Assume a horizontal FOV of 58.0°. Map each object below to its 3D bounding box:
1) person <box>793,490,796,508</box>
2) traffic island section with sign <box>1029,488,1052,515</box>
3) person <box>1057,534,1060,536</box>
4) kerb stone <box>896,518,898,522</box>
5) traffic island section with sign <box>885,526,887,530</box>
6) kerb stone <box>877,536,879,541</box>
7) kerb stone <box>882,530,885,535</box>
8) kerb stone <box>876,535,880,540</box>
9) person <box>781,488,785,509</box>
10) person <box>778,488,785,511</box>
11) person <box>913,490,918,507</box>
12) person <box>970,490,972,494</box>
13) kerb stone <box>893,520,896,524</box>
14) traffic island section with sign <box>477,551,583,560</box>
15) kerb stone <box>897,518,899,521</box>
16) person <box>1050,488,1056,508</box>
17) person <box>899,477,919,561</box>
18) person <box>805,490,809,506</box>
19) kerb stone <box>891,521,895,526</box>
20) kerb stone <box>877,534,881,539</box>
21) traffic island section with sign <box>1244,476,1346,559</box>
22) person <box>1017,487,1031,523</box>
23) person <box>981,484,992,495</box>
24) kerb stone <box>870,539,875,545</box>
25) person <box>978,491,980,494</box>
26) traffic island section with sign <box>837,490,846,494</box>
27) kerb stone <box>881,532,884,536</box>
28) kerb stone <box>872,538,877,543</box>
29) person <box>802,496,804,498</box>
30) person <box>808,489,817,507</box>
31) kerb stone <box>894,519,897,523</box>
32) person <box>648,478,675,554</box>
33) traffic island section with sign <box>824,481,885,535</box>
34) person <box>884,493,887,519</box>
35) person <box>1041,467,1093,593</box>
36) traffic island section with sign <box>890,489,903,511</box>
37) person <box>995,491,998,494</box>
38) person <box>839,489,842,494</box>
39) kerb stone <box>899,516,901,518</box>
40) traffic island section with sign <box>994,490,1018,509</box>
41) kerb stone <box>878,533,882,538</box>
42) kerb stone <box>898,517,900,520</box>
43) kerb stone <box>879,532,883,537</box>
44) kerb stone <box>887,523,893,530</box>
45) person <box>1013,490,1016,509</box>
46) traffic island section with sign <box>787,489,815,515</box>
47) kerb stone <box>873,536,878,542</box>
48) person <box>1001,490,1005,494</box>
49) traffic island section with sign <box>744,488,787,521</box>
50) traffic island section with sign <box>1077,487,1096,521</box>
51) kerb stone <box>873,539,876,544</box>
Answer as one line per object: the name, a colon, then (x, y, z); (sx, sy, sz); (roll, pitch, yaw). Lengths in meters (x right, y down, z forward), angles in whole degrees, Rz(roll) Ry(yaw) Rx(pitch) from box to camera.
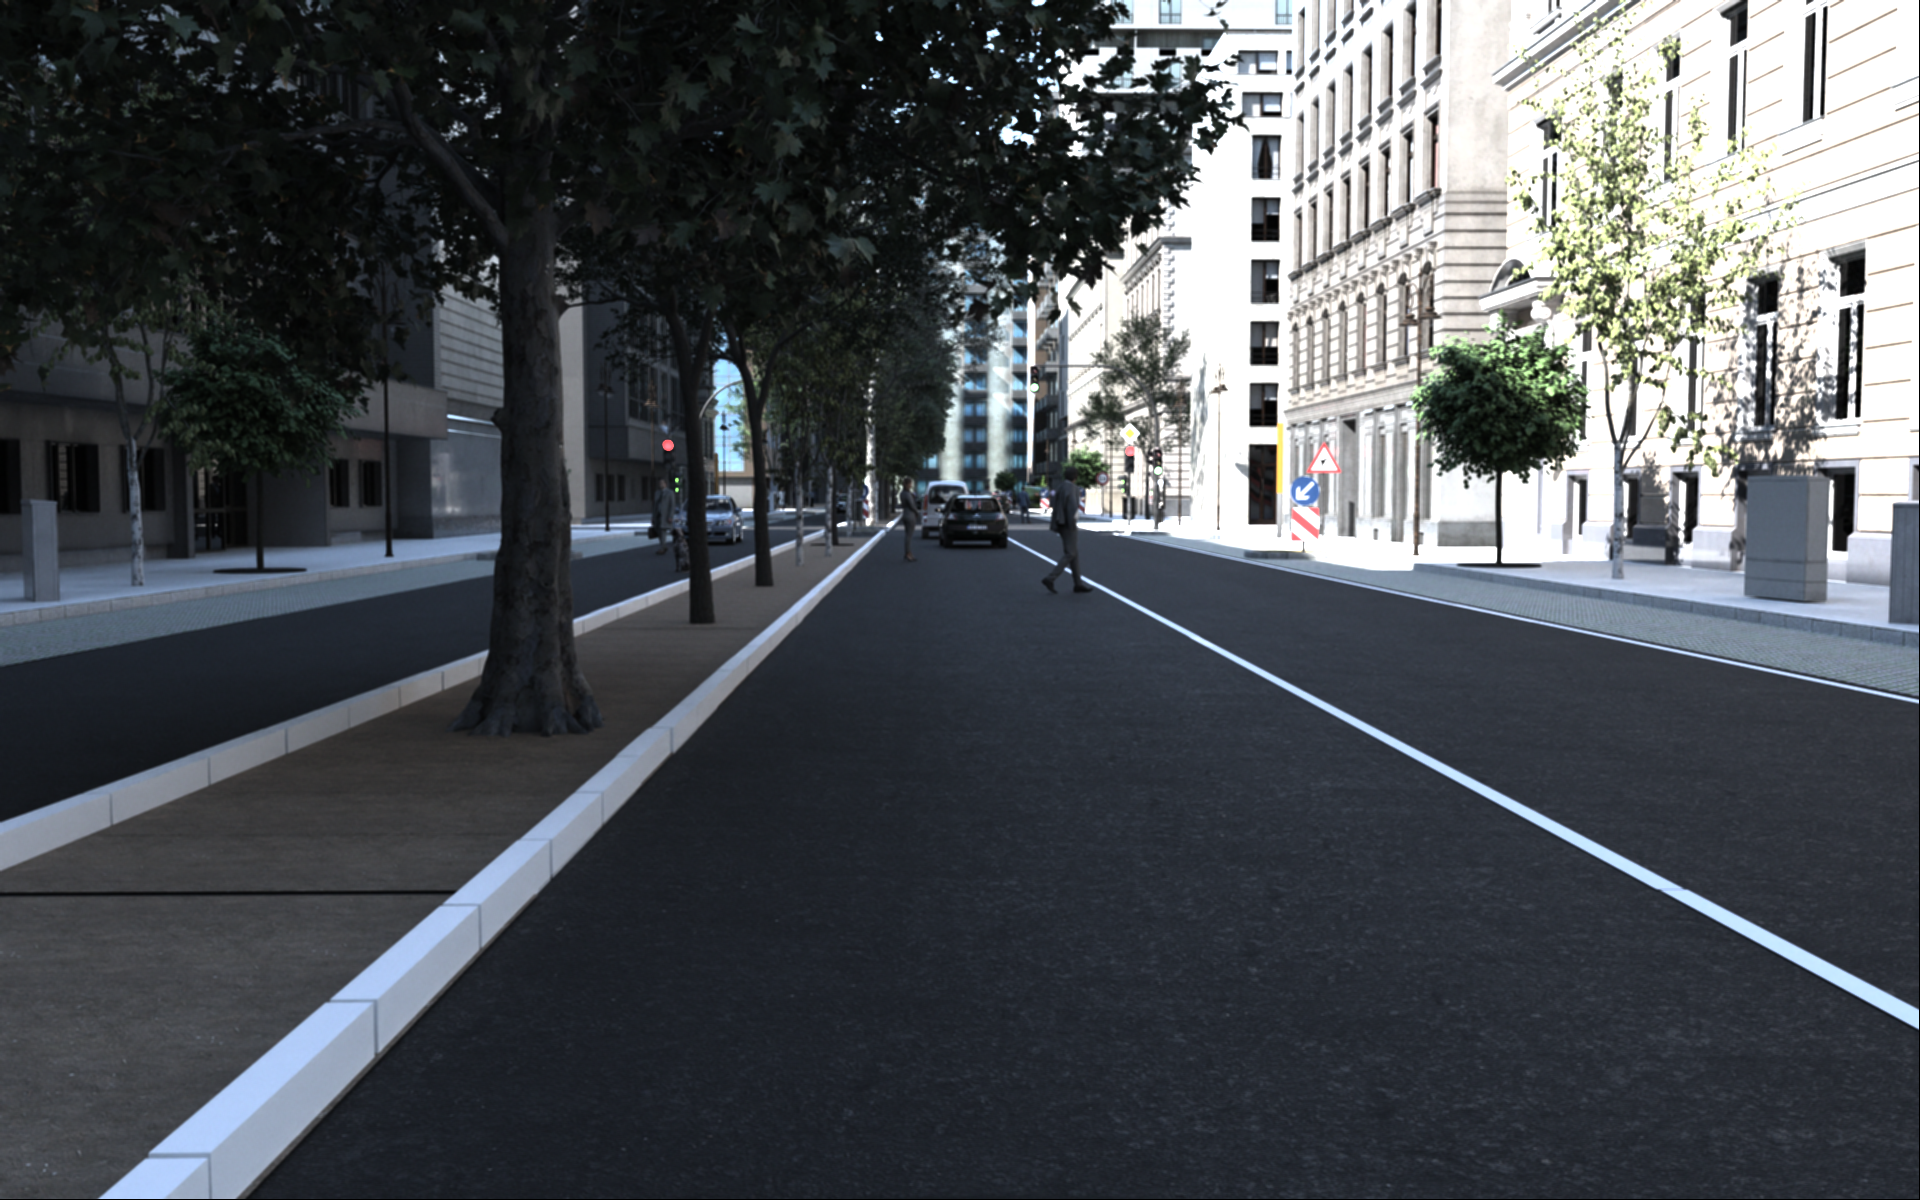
person: (-14.775, -9.131, 155.780); (0.568, 1.767, 0.683); (-2, 4, -24)
traffic island section with sign: (5.725, -6.855, 120.699); (1.989, 1.847, 2.006); (0, 4, -1)
person: (3.597, -3.089, 60.014); (0.522, 1.701, 0.512); (0, 4, -6)
kerb stone: (-3.165, -3.735, 83.338); (0.120, 0.150, 1.000); (0, 4, -1)
traffic island section with sign: (-3.898, -3.698, 68.597); (2.006, 1.907, 1.989); (0, 4, -1)
kerb stone: (-2.478, -1.701, 50.001); (0.120, 0.150, 1.000); (0, 4, -1)
kerb stone: (-2.635, -2.138, 57.182); (0.120, 0.150, 1.000); (0, 4, -1)
kerb stone: (-2.503, -1.764, 51.031); (0.120, 0.150, 1.000); (0, 4, -1)
person: (-15.160, -8.714, 148.603); (0.705, 1.814, 1.350); (0, 4, 2)
person: (-13.836, -7.800, 133.922); (0.624, 1.780, 0.694); (-1, 4, -12)
person: (-4.893, -11.162, 190.863); (0.599, 1.838, 0.709); (-2, 4, -34)
person: (1.043, -10.095, 173.583); (0.705, 1.821, 1.348); (-1, 4, -20)
kerb stone: (-3.038, -3.363, 77.186); (0.120, 0.150, 1.000); (0, 4, -1)
traffic island section with sign: (-9.398, -1.802, 38.087); (1.989, 1.847, 2.006); (0, 4, -1)
kerb stone: (-3.184, -3.801, 84.360); (0.120, 0.150, 1.000); (0, 4, -1)
person: (8.726, -9.560, 162.222); (0.709, 1.838, 0.599); (0, 4, 3)
person: (-1.024, -1.725, 36.978); (0.573, 1.790, 0.520); (-3, 5, -41)
person: (-16.127, -10.693, 181.660); (0.721, 1.735, 1.217); (0, 4, 1)
kerb stone: (-2.997, -3.238, 75.134); (0.120, 0.150, 1.000); (0, 4, -1)
kerb stone: (-2.523, -1.826, 52.058); (0.120, 0.150, 1.000); (0, 4, -1)
traffic island section with sign: (7.419, -1.836, 38.650); (1.989, 1.847, 2.006); (0, 4, -1)
person: (3.152, -4.643, 84.588); (0.721, 1.800, 0.419); (1, 4, 14)
person: (1.102, -3.552, 66.685); (0.694, 1.812, 0.767); (3, 5, 39)
kerb stone: (-2.396, -1.450, 45.903); (0.120, 0.150, 1.000); (0, 4, -1)
person: (2.064, -10.908, 186.854); (0.705, 1.824, 1.348); (3, 5, 42)
traffic island section with sign: (-12.699, -11.557, 197.581); (1.989, 1.847, 2.006); (0, 4, -1)
kerb stone: (-2.584, -2.014, 55.129); (0.120, 0.150, 1.000); (0, 4, -1)
kerb stone: (-2.432, -1.572, 47.950); (0.120, 0.150, 1.000); (0, 4, -1)
person: (-15.824, -10.236, 173.490); (0.705, 1.812, 1.348); (0, 4, -5)
person: (-14.604, -10.093, 171.041); (0.705, 1.826, 1.348); (2, 4, 32)
kerb stone: (-3.076, -3.489, 79.233); (0.120, 0.150, 1.000); (0, 4, -1)
person: (-7.128, -2.002, 41.327); (0.694, 1.812, 0.767); (2, 4, 26)
traffic island section with sign: (-3.755, -3.245, 61.191); (2.006, 1.907, 1.989); (0, 4, -1)
person: (-4.465, -5.538, 98.407); (0.648, 1.900, 0.474); (1, 4, 9)
person: (1.577, -1.010, 25.110); (0.850, 1.850, 0.679); (-1, 4, -20)
traffic island section with sign: (-5.458, -8.293, 143.720); (2.006, 1.907, 1.989); (0, 4, -1)
person: (4.040, -11.150, 190.833); (1.348, 1.821, 0.705); (2, 4, 28)
person: (-8.568, -7.051, 123.873); (0.778, 1.811, 0.616); (1, 4, 9)
kerb stone: (-3.357, -4.303, 92.554); (0.120, 0.150, 1.000); (0, 4, -1)
traffic island section with sign: (4.678, -9.945, 171.232); (1.989, 1.847, 2.006); (0, 4, -1)
kerb stone: (-2.549, -1.889, 53.082); (0.120, 0.150, 1.000); (0, 4, -1)
kerb stone: (-3.278, -4.049, 88.459); (0.120, 0.150, 1.000); (0, 4, -1)
kerb stone: (-2.561, -1.950, 54.104); (0.120, 0.150, 1.000); (0, 4, -1)
kerb stone: (-2.891, -2.921, 70.016); (0.120, 0.150, 1.000); (0, 4, -1)
person: (5.305, -9.749, 167.987); (0.705, 1.812, 1.348); (0, 4, -4)
traffic island section with sign: (-11.102, -6.856, 120.725); (1.989, 1.847, 2.006); (0, 4, -1)
kerb stone: (-2.452, -1.638, 48.972); (0.120, 0.150, 1.000); (0, 4, -1)
person: (4.451, -10.376, 178.008); (0.709, 1.838, 0.599); (1, 4, 12)
traffic island section with sign: (-10.545, -5.186, 93.413); (1.989, 1.847, 2.006); (0, 4, -1)
traffic island section with sign: (6.274, -5.206, 93.750); (1.989, 1.847, 2.006); (0, 4, -1)
kerb stone: (-2.416, -1.509, 46.925); (0.120, 0.150, 1.000); (0, 4, -1)
